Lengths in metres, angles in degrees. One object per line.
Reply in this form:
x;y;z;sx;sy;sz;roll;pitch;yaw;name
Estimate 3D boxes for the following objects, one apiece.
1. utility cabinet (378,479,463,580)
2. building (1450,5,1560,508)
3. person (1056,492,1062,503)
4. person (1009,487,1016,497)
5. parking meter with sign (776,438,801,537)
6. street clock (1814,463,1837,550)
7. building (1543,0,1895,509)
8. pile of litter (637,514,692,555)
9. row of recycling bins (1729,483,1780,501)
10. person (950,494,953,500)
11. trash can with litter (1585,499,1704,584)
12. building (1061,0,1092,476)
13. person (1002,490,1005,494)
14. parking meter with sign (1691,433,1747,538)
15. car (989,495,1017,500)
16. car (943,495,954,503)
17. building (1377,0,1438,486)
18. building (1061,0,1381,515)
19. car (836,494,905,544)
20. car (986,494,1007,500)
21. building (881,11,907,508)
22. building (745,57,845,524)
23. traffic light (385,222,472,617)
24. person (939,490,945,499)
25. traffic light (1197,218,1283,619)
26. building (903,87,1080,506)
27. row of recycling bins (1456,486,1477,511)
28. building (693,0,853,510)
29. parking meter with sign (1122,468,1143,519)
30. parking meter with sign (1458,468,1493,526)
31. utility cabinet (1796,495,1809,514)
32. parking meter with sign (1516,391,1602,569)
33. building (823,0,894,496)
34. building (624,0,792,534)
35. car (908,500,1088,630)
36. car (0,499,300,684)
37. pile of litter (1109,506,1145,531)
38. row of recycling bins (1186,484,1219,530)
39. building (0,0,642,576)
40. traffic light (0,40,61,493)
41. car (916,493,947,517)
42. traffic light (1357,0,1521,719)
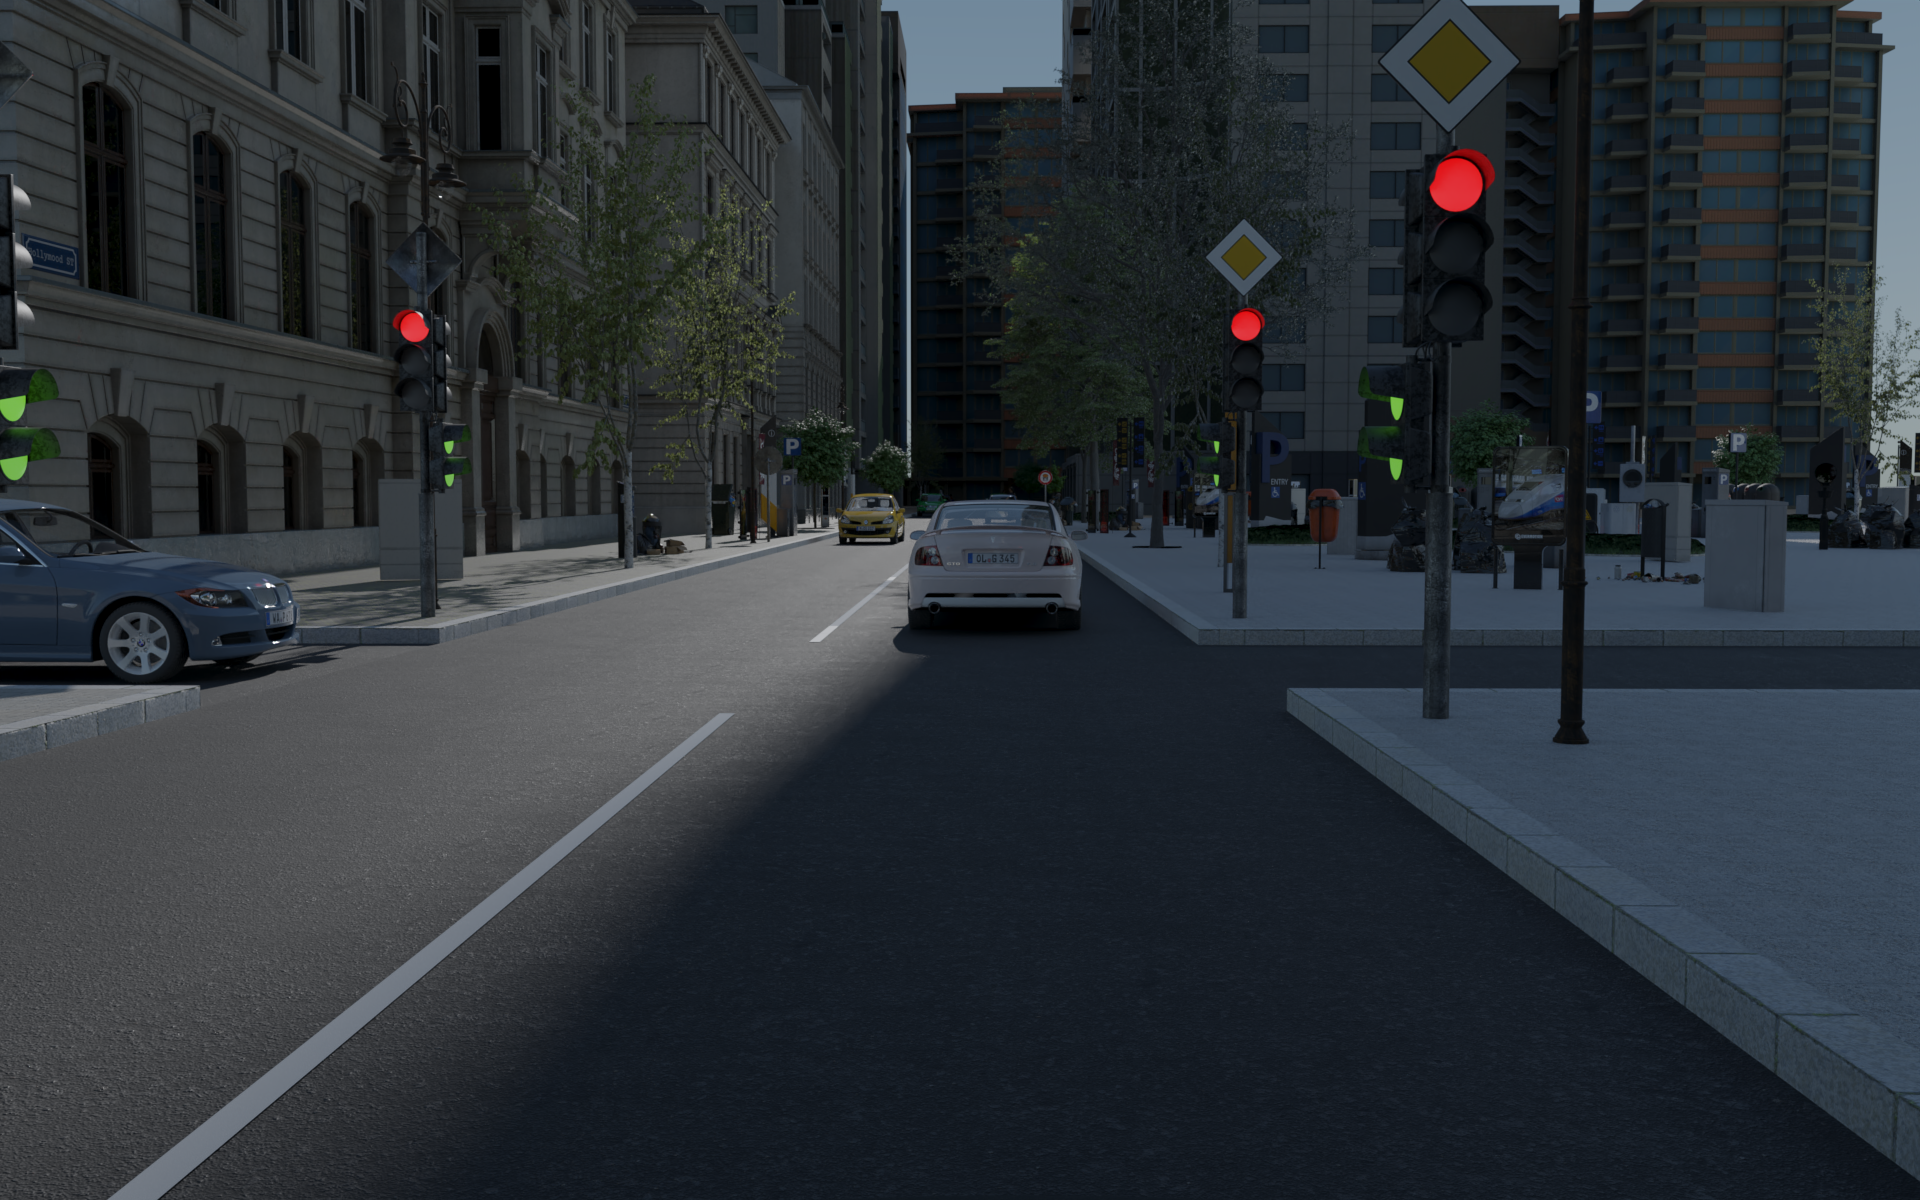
-8.004;-1.041;25.707;1.173;1.500;0.318;-1;4;-20;utility cabinet
44.646;-31.047;157.732;14.200;45.320;14.600;0;4;1;building
9.779;-10.041;172.670;1.348;1.824;0.705;-3;5;-43;person
2.791;-5.280;94.833;0.705;1.822;1.348;2;4;34;person
-5.256;-3.463;52.876;0.543;3.016;1.738;0;4;5;parking meter with sign
19.930;-2.162;39.921;0.471;2.002;0.358;2;4;25;street clock
66.114;-30.564;154.347;28.867;44.769;22.147;0;4;1;building
-6.385;-1.421;37.198;1.176;0.858;1.719;3;5;40;pile of litter
31.181;-3.754;68.489;1.069;1.692;3.534;0;4;-6;row of recycling bins
-0.856;-9.029;159.382;0.557;1.426;1.065;2;4;26;person
10.288;-0.874;25.354;1.678;1.210;2.233;-1;4;-12;trash can with litter
22.824;-34.434;152.231;28.713;52.752;27.495;0;4;1;building
4.083;-9.318;160.864;0.705;1.822;1.348;-1;4;-16;person
21.931;-3.302;50.250;0.543;3.016;1.738;-1;4;-17;parking meter with sign
2.126;-4.497;85.520;2.014;1.417;4.499;0;4;2;car
-1.463;-7.700;138.483;1.945;1.354;3.894;0;4;2;car
17.343;-40.914;107.190;20.563;71.187;20.611;0;4;1;building
18.252;-42.171;127.748;20.563;71.187;20.611;0;4;1;building
-2.579;-2.489;50.923;2.015;1.641;3.980;0;4;2;car
2.940;-7.516;131.675;1.959;1.807;4.718;0;4;0;car
-12.335;-31.157;159.532;14.200;45.320;14.600;0;4;1;building
-11.131;-14.291;82.808;9.793;20.994;18.267;0;4;1;building
-5.535;-1.776;17.964;0.839;4.253;0.868;0;4;1;traffic light
-1.545;-7.534;132.418;1.217;1.736;0.721;3;5;43;person
2.875;-1.767;17.808;0.839;4.253;0.868;0;4;1;traffic light
7.201;-32.701;189.292;28.867;44.769;22.147;0;4;1;building
23.734;-4.680;83.636;3.534;1.692;1.069;0;4;-2;row of recycling bins
-13.852;-20.148;101.126;14.160;30.474;14.107;0;4;1;building
8.848;-5.691;89.308;0.543;3.016;1.738;-2;4;-29;parking meter with sign
15.743;-3.378;51.494;1.738;3.016;0.543;2;4;26;parking meter with sign
40.452;-4.375;82.700;0.306;1.237;1.020;-2;4;-29;utility cabinet
10.321;-2.070;30.107;0.543;3.016;1.738;-1;4;-18;parking meter with sign
-12.957;-28.161;144.029;14.154;41.232;14.086;0;4;1;building
-12.574;-12.203;64.150;10.561;19.102;19.286;0;4;1;building
0.429;-0.449;19.704;2.083;1.381;4.827;0;4;2;car
-7.660;-0.117;13.917;4.499;1.417;2.014;0;4;2;car
5.953;-2.895;61.292;1.719;0.858;1.176;-3;4;-36;pile of litter
9.188;-3.446;63.451;1.069;1.692;3.534;-1;4;-11;row of recycling bins
-15.682;-13.303;36.594;14.460;24.649;34.723;0;4;1;building
-5.698;-1.288;9.980;0.839;4.253;0.868;0;4;1;traffic light
-1.829;-6.269;111.294;1.959;1.807;4.718;0;4;1;car
2.712;-1.279;9.825;0.839;4.253;0.868;0;4;1;traffic light
